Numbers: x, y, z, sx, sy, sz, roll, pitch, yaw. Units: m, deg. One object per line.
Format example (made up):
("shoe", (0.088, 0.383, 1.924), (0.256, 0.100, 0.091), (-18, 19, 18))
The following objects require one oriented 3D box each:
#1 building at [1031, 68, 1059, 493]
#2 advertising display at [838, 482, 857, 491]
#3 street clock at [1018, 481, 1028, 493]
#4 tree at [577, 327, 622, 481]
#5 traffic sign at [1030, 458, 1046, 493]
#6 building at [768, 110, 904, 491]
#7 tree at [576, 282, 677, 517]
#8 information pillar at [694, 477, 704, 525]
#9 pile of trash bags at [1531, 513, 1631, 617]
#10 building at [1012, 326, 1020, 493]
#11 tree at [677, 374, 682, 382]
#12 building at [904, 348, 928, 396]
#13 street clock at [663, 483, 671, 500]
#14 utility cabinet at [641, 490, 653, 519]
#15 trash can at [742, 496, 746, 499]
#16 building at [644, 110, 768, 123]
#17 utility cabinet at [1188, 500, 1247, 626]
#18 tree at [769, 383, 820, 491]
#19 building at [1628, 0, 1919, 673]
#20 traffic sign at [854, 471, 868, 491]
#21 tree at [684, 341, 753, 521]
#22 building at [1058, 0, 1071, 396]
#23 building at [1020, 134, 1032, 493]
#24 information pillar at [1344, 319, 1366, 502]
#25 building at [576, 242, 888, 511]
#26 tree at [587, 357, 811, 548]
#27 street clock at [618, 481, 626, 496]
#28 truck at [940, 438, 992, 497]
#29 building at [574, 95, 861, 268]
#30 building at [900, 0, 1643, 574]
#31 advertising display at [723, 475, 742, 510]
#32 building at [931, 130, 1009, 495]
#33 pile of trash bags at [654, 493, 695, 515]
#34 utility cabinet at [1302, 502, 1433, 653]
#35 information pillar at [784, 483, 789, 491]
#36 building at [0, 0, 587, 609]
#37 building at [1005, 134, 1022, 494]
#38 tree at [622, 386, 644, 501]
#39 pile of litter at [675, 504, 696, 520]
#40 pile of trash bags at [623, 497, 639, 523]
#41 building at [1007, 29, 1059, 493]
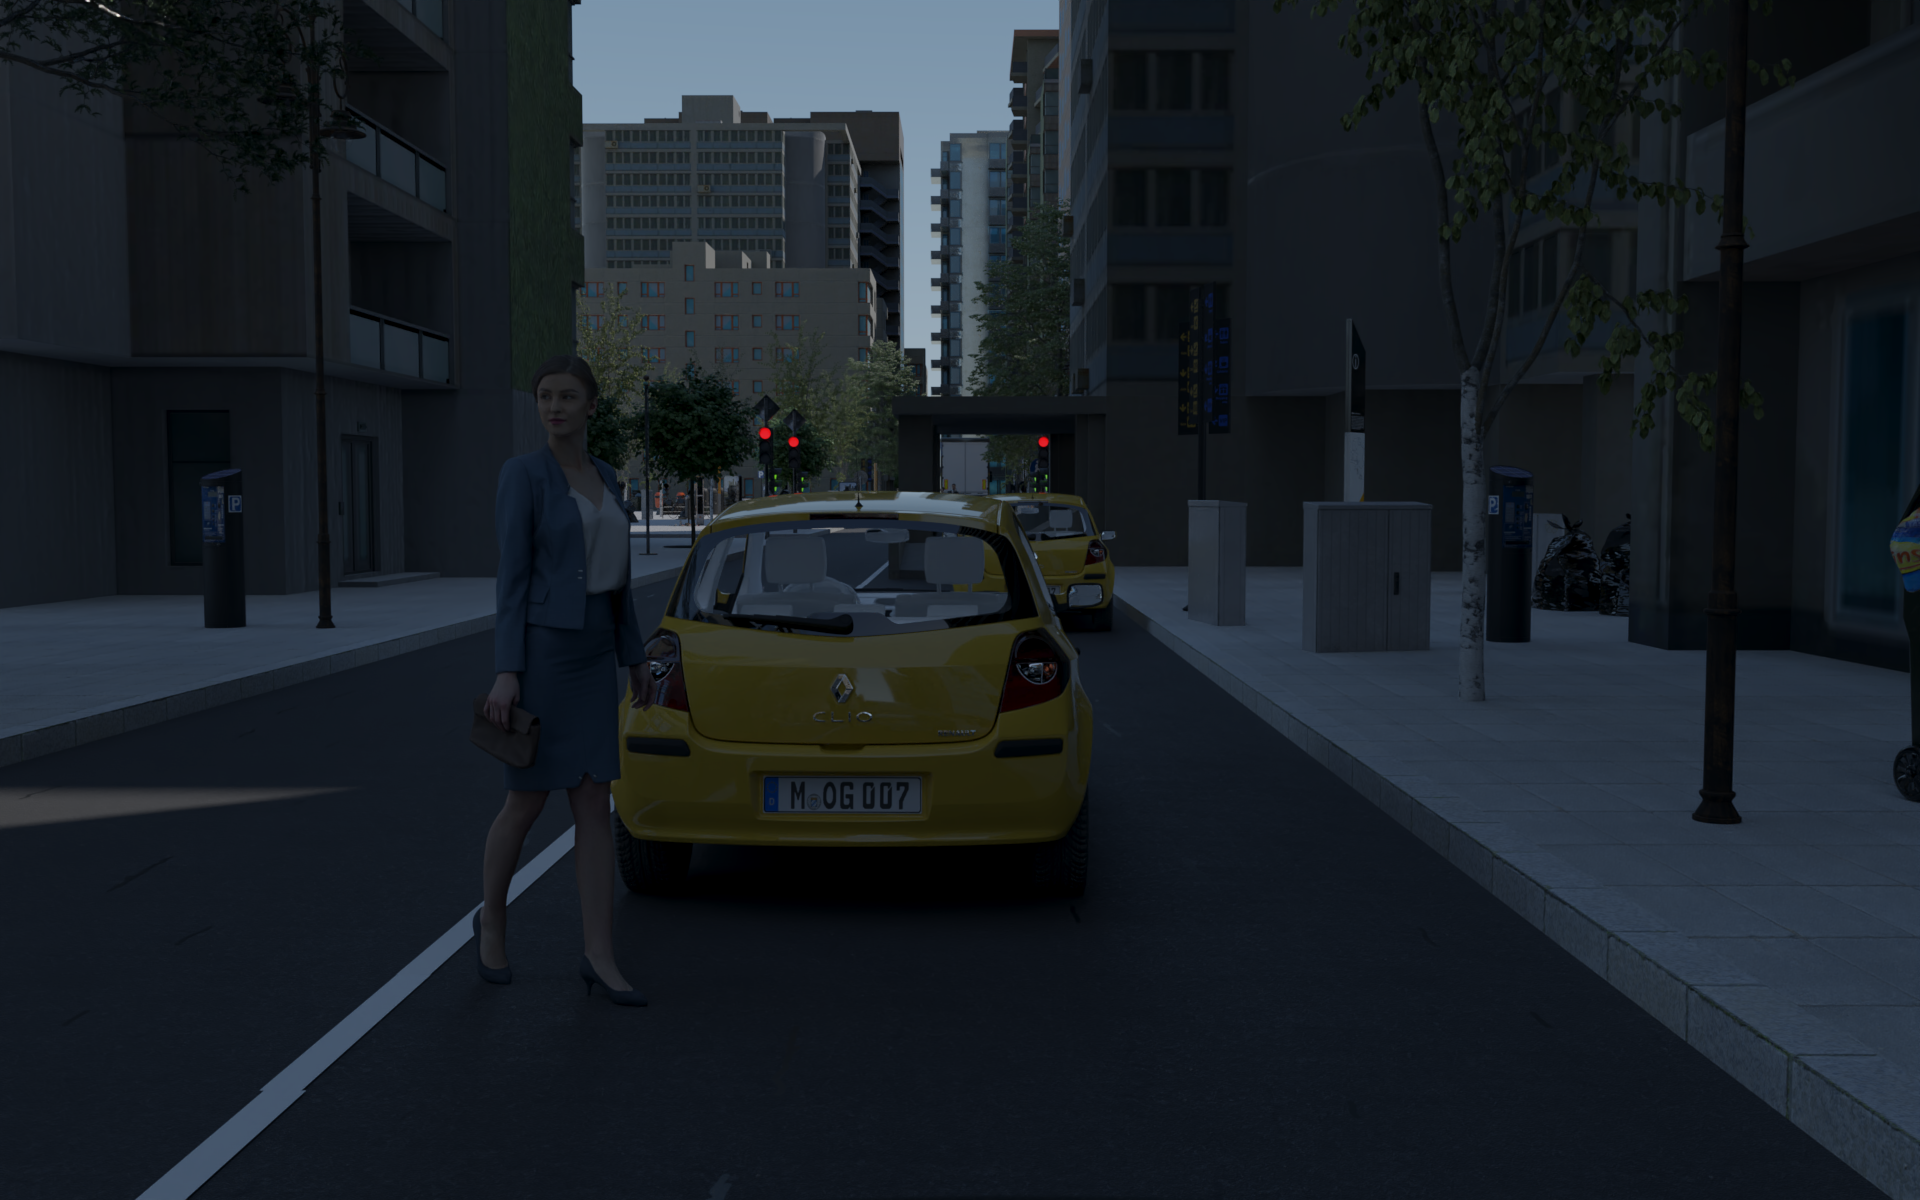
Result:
("building", (12.544, -21.377, 121.208), (14.160, 30.474, 14.107), (0, 4, 0))
("advertising display", (-5.887, -5.239, 90.869), (0.974, 1.923, 0.123), (-1, 4, -16))
("street clock", (3.490, -5.595, 96.052), (0.471, 2.002, 0.358), (-2, 4, -24))
("tree", (-16.125, -7.407, 71.471), (4.360, 8.622, 3.978), (0, 3, 0))
("traffic sign", (2.843, -3.744, 61.328), (0.768, 2.556, 0.104), (0, 4, 4))
("building", (-13.766, -33.582, 199.169), (14.200, 45.320, 14.600), (0, 4, 0))
("tree", (-12.404, -6.669, 59.398), (4.737, 8.622, 4.395), (0, 3, 0))
("information pillar", (-10.675, -4.074, 71.102), (0.304, 2.012, 0.304), (-1, 4, -12))
("pile of trash bags", (8.214, -0.571, 19.088), (3.447, 1.369, 1.912), (-1, 4, -9))
("building", (12.536, -25.300, 185.351), (14.160, 30.474, 14.107), (0, 4, 0))
("tree", (-16.745, -8.995, 97.431), (4.737, 8.622, 4.395), (0, 3, 0))
("building", (-19.012, -23.555, 230.169), (28.899, 21.520, 27.650), (0, 4, 0))
("street clock", (-19.489, -6.762, 115.121), (0.471, 2.002, 0.358), (1, 4, 16))
("utility cabinet", (-15.635, -4.768, 86.632), (0.318, 1.500, 1.173), (0, 4, 4))
("trash can", (-15.881, -6.971, 125.635), (0.748, 1.137, 0.748), (0, 3, 0))
("building", (-28.265, -33.587, 199.251), (14.200, 45.320, 14.600), (0, 4, 0))
("utility cabinet", (2.567, -0.375, 17.295), (0.306, 1.237, 1.020), (-1, 4, -9))
("tree", (-10.757, -9.952, 113.076), (4.360, 8.622, 3.978), (0, 3, 0))
("building", (16.414, -23.202, 3.054), (21.300, 48.544, 21.600), (0, 4, 0))
("traffic sign", (-5.369, -5.727, 93.736), (0.768, 2.556, 0.104), (0, 4, 6))
("tree", (-12.020, -8.146, 83.553), (4.360, 8.622, 3.978), (0, 3, 0))
("building", (12.699, -27.224, 95.220), (14.600, 45.320, 14.200), (0, 4, 0))
("building", (12.458, -22.654, 142.088), (14.160, 30.474, 14.107), (0, 4, 0))
("information pillar", (5.327, -1.961, 23.414), (0.183, 3.616, 0.504), (3, 4, 36))
("building", (-20.626, -18.484, 147.245), (27.650, 21.520, 28.899), (0, 4, 0))
("tree", (-6.473, -3.546, 41.685), (4.285, 4.588, 4.351), (0, 3, 0))
("street clock", (-18.191, -5.415, 93.098), (0.471, 2.002, 0.358), (0, 4, 4))
("truck", (0.322, -6.280, 91.588), (2.839, 4.237, 11.283), (0, 4, 1))
("building", (-22.891, -29.431, 173.080), (32.217, 40.220, 23.993), (0, 4, 0))
("building", (14.930, -20.978, 34.874), (32.217, 40.220, 23.993), (0, 4, 0))
("advertising display", (-7.723, -3.279, 58.833), (0.123, 1.923, 0.974), (-3, 5, -42))
("building", (11.475, -37.192, 227.694), (30.456, 49.044, 23.786), (0, 4, 0))
("pile of trash bags", (-17.796, -5.890, 106.051), (1.912, 1.369, 3.447), (1, 4, 16))
("utility cabinet", (3.338, -0.185, 14.189), (1.020, 1.237, 0.306), (-1, 4, -14))
("information pillar", (-8.631, -4.954, 85.484), (0.304, 2.012, 0.304), (-1, 4, -15))
("building", (-13.855, -20.800, 23.680), (14.154, 41.232, 14.086), (0, 4, 0))
("building", (12.230, -31.561, 199.610), (14.154, 41.232, 14.086), (0, 4, 0))
("tree", (-22.781, -10.212, 117.333), (4.360, 8.622, 3.978), (0, 3, 0))
("pile of litter", (-13.493, -4.494, 87.448), (1.719, 0.858, 1.176), (0, 4, -6))
("pile of trash bags", (-16.032, -4.174, 77.992), (3.447, 1.369, 1.912), (3, 5, 44))
("building", (15.687, -31.121, 163.454), (22.147, 44.769, 28.867), (0, 4, 0))
